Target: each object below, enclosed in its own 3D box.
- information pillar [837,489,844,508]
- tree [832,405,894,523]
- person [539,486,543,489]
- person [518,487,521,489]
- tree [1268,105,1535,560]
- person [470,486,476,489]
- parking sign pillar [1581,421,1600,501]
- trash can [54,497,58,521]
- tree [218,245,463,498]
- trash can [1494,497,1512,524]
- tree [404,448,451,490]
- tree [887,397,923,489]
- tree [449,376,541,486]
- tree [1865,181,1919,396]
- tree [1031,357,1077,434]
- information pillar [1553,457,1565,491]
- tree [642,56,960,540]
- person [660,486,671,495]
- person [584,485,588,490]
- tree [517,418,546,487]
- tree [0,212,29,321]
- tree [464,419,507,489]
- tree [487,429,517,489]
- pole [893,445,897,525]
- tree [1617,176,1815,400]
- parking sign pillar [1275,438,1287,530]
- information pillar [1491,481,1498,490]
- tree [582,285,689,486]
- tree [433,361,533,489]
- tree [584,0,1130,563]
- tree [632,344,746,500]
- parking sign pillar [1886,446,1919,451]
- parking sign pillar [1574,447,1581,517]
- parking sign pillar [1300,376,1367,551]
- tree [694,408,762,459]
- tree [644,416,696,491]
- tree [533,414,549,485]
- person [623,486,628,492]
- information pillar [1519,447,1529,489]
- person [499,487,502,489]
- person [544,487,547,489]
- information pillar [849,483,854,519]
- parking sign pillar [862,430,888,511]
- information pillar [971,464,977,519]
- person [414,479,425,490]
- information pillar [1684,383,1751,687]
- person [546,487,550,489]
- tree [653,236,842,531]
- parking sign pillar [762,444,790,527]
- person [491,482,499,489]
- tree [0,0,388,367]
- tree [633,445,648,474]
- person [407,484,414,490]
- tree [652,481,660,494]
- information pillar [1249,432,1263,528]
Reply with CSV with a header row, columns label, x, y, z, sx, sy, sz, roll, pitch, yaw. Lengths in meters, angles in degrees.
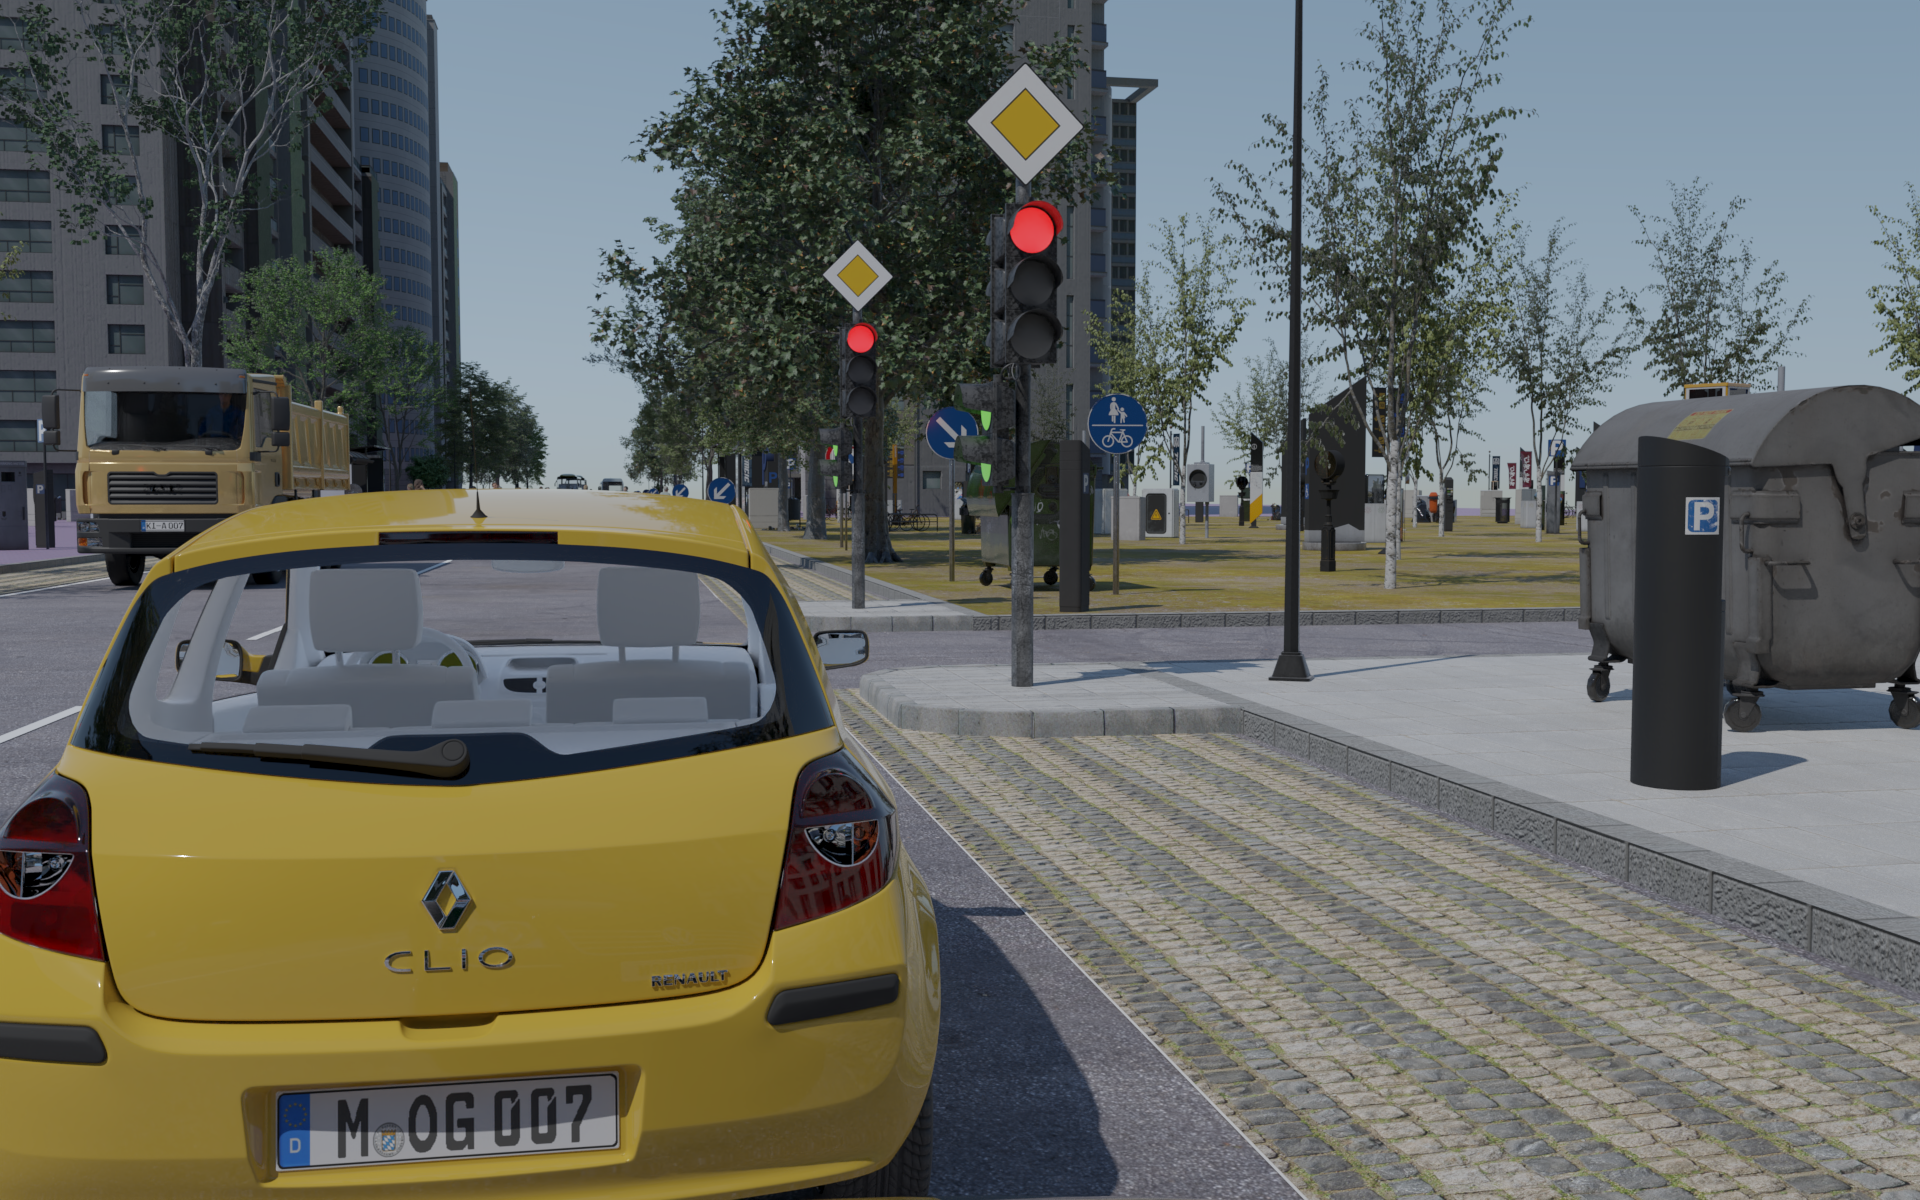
label,x,y,z,sx,sy,sz,roll,pitch,yaw
information pillar,-6.331,-6.111,91.275,0.183,3.616,0.504,-3,5,-42
tree,-5.183,-7.753,77.126,4.360,8.622,3.978,0,3,0
person,-20.566,-4.665,84.869,0.616,1.811,0.778,-3,4,-36
person,-23.353,-5.066,91.533,0.583,1.804,0.606,0,4,-5
tree,8.779,-5.090,33.582,4.737,8.622,4.395,0,3,0
person,-17.116,-3.134,60.571,0.643,1.720,0.563,1,4,9
parking sign pillar,23.916,-4.604,63.750,1.447,3.967,1.447,2,4,35
trash can,-40.698,-4.017,77.339,0.748,1.137,0.748,0,3,0
tree,-26.683,-8.913,71.483,9.928,11.665,9.643,0,3,0
trash can,23.666,-3.906,75.524,0.748,1.137,0.748,0,3,0
tree,-37.478,-8.465,122.116,4.285,4.588,4.351,0,3,0
tree,-4.140,-8.734,93.169,4.737,8.622,4.395,0,3,0
tree,-49.988,-17.115,186.491,9.857,13.997,8.962,0,3,0
tree,22.978,-5.500,40.295,4.737,8.622,4.395,0,3,0
tree,4.468,-8.744,93.334,4.360,8.622,3.978,0,3,0
information pillar,25.819,-5.093,74.622,0.504,3.616,0.183,1,4,21
tree,-4.109,-8.694,48.797,9.857,13.997,8.962,0,3,0
person,-12.397,-3.926,73.178,0.782,1.767,0.515,1,4,12
person,-14.261,-3.486,65.842,0.624,1.780,0.694,-3,5,-43
tree,-58.519,-18.463,227.623,9.928,11.665,9.643,0,3,0
tree,-18.571,-4.845,29.578,4.737,8.622,4.395,0,3,0
tree,-43.161,-12.637,156.974,4.360,8.622,3.978,0,3,0
tree,-32.790,-10.702,100.741,9.928,11.665,9.643,0,3,0
pole,-2.689,-4.752,71.535,0.158,3.312,0.155,0,3,0
tree,17.240,-5.487,40.070,4.360,8.622,3.978,0,3,0
parking sign pillar,12.061,-4.501,62.056,1.447,3.967,1.447,-2,4,-24
information pillar,30.633,-5.799,99.309,0.304,2.012,0.304,0,4,-7
tree,-26.465,-18.141,152.494,12.611,20.169,13.585,0,3,0
tree,-41.416,-14.046,147.771,7.486,12.596,7.792,0,3,0
tree,-1.626,-7.050,32.273,9.611,12.733,9.660,0,3,0
tree,-14.620,-10.088,99.347,8.767,10.594,7.601,0,4,-6
parking sign pillar,42.351,-5.488,78.202,1.447,3.967,1.447,-1,4,-8
parking sign pillar,35.719,-6.731,98.522,1.447,3.967,1.447,0,4,-3
parking sign pillar,8.575,-3.125,39.573,1.447,3.967,1.447,0,4,-2
tree,-12.082,-8.576,90.572,4.737,8.622,4.395,0,3,0
tree,-22.150,-11.339,135.761,4.360,8.622,3.978,0,3,0
tree,-59.659,-19.531,237.461,7.486,12.596,7.792,0,3,0
person,-16.073,-4.624,84.117,0.660,1.820,0.620,3,5,44
information pillar,27.969,-5.783,85.903,0.504,3.616,0.183,3,5,41
person,-20.927,-4.251,78.495,0.515,1.767,0.782,0,4,-1
person,-26.316,-6.250,110.315,1.348,1.869,0.705,-2,4,-27
information pillar,-5.613,-5.232,90.036,0.304,2.012,0.304,0,3,0
parking sign pillar,-3.639,-5.034,70.773,1.447,3.967,1.447,-1,4,-14
information pillar,0.811,-6.075,90.676,0.504,3.616,0.183,0,4,5
person,-13.441,-2.094,42.985,0.600,1.795,0.529,3,5,42
information pillar,5.065,-0.437,11.640,0.304,2.012,0.304,-3,4,-38
person,-20.587,-4.745,86.427,0.374,1.781,0.599,2,4,33
tree,-6.408,-8.613,58.957,7.486,12.596,7.792,0,3,0
parking sign pillar,-7.337,-4.811,67.129,1.447,3.967,1.447,-1,4,-14
person,-14.451,-2.793,54.355,0.592,1.802,0.473,1,4,18
tree,-23.912,-11.931,50.954,12.611,20.169,13.585,0,3,0
tree,-41.296,-19.046,237.155,9.928,11.665,9.643,0,3,0
person,-18.298,-2.985,57.665,0.694,1.780,0.624,-2,4,-30
tree,-39.283,-14.099,225.113,1.663,3.219,1.824,0,3,0
information pillar,11.119,-4.503,64.986,0.504,3.616,0.183,2,4,28
